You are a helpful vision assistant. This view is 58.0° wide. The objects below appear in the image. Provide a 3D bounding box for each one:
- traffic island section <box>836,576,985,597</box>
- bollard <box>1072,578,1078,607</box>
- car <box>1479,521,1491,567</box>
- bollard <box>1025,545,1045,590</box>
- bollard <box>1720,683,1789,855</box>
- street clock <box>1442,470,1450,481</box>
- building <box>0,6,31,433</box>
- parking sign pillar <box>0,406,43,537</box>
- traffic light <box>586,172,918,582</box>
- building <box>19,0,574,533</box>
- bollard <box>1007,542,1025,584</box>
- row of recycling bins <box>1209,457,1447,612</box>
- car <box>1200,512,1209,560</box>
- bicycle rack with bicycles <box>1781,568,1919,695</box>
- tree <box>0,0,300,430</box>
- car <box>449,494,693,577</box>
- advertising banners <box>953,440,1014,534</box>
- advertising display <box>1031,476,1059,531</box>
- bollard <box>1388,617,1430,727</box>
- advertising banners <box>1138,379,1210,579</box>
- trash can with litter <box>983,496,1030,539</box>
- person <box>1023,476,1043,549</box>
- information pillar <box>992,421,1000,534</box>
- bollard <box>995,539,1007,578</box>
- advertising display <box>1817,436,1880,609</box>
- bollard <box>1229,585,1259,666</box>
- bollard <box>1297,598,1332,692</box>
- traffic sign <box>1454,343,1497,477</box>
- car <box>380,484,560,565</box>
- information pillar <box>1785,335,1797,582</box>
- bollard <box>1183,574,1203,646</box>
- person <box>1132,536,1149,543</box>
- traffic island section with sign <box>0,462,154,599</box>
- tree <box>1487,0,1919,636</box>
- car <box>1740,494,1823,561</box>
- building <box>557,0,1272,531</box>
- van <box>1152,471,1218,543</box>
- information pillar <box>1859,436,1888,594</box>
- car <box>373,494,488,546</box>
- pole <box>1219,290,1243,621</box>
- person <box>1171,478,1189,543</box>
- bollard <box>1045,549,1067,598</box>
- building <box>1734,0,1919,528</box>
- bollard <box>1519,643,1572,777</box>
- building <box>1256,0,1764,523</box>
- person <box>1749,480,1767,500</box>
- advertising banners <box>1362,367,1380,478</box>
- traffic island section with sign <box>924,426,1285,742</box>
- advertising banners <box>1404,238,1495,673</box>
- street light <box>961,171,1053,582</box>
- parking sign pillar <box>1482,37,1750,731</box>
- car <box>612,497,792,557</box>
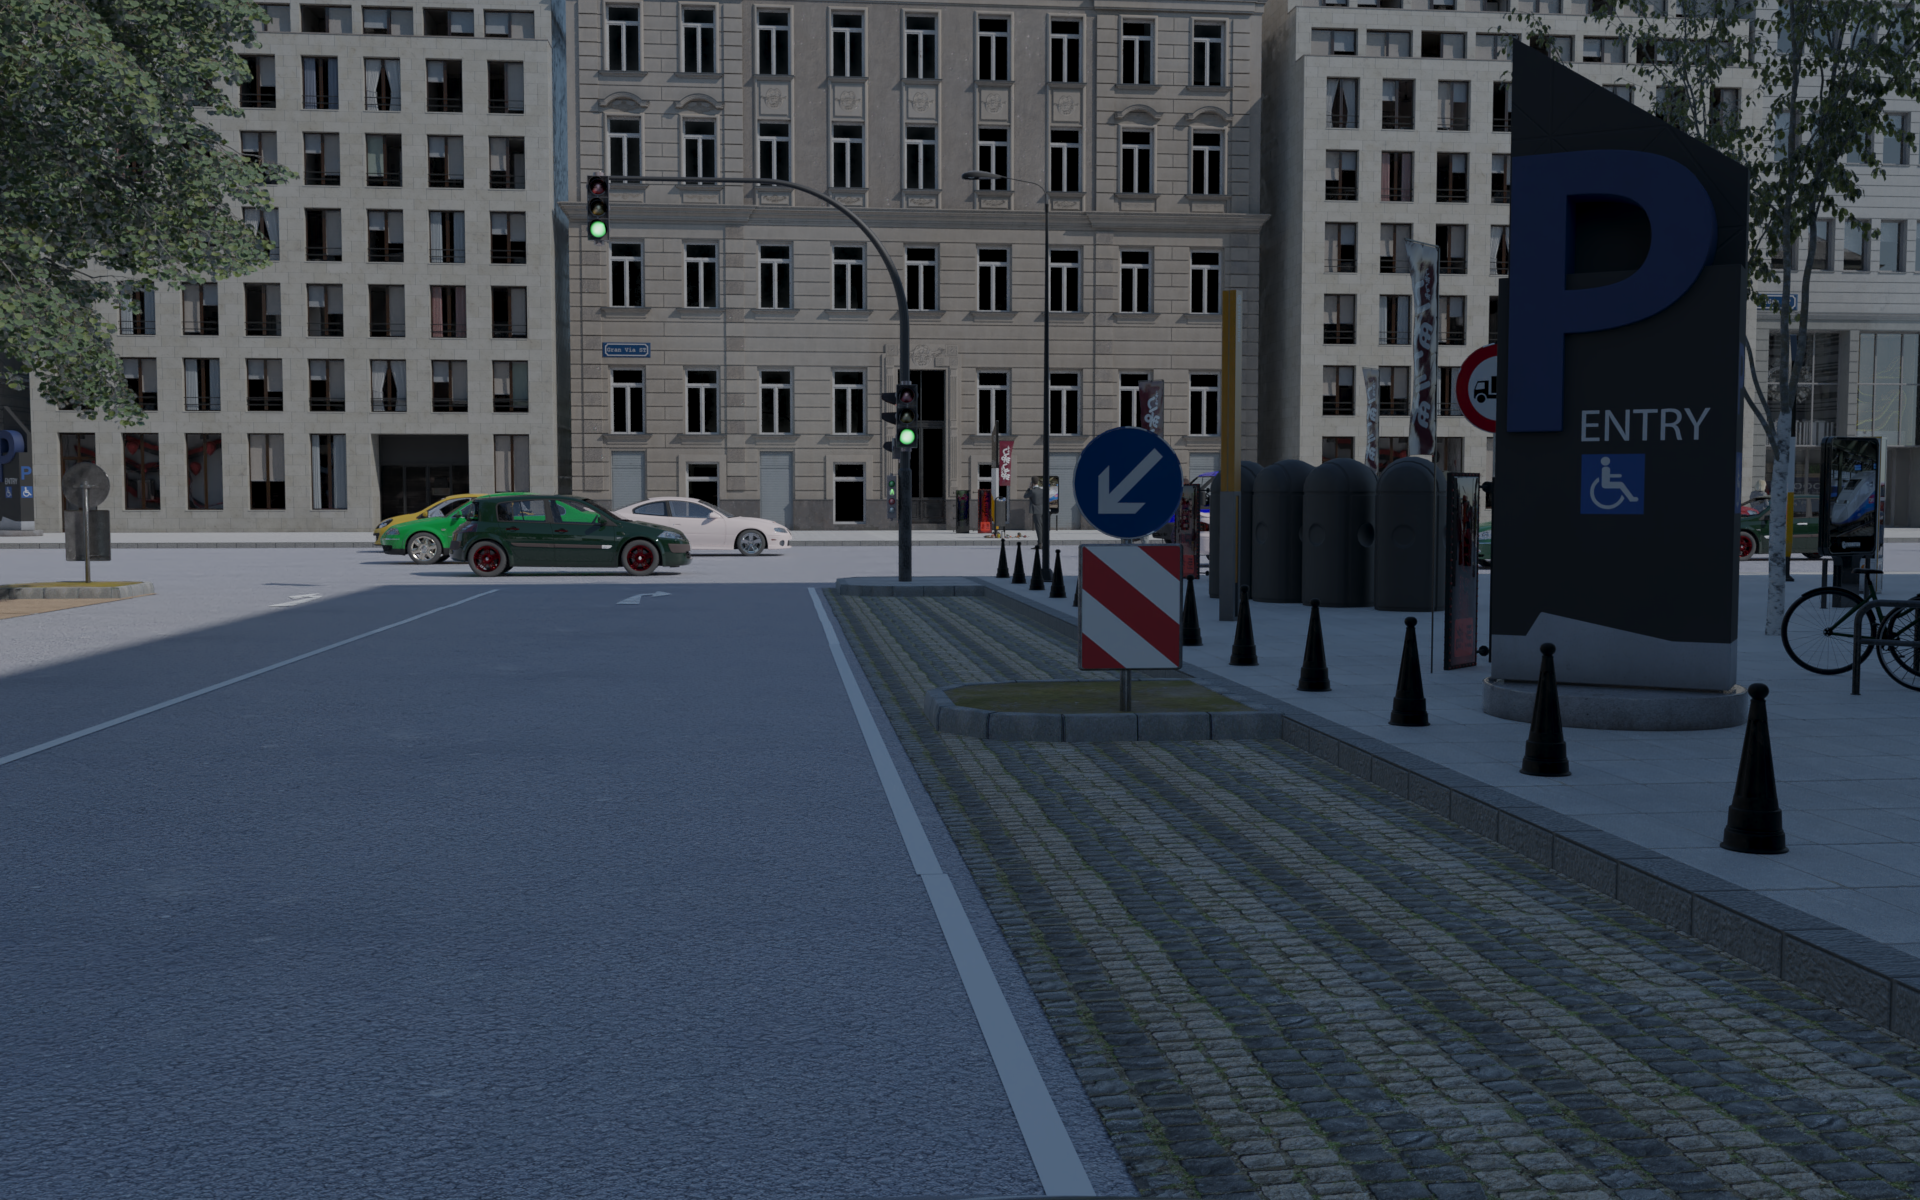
[{"bbox_3d":[-0.793,-0.194,25.453,2.009,0.180,2.903,0,4,-6],"label":"traffic island section"},{"bbox_3d":[1.394,-0.227,19.750,0.229,0.601,0.229,0,3,0],"label":"bollard"},{"bbox_3d":[11.982,-1.330,33.545,4.920,1.459,2.131,0,4,-6],"label":"car"},{"bbox_3d":[1.030,-0.434,23.130,0.229,0.601,0.229,0,3,0],"label":"bollard"},{"bbox_3d":[2.874,0.599,6.251,0.229,0.601,0.229,0,3,0],"label":"bollard"},{"bbox_3d":[14.834,-2.968,53.097,0.471,2.002,0.358,-2,4,-26],"label":"street clock"},{"bbox_3d":[-42.628,-13.766,61.231,21.152,22.565,11.583,0,4,-6],"label":"building"},{"bbox_3d":[-28.696,-3.920,52.562,1.447,3.967,1.447,2,4,33],"label":"parking sign pillar"},{"bbox_3d":[-2.904,-3.076,24.968,4.771,5.953,1.251,0,4,-6],"label":"traffic light"},{"bbox_3d":[-22.679,-12.705,62.474,16.860,20.320,10.420,0,4,-6],"label":"building"},{"bbox_3d":[0.845,-0.537,24.816,0.229,0.601,0.229,0,3,0],"label":"bollard"},{"bbox_3d":[4.218,-0.805,20.269,1.069,1.692,3.534,-2,4,-33],"label":"row of recycling bins"},{"bbox_3d":[6.726,-1.359,34.574,4.827,1.381,2.083,0,4,-8],"label":"car"},{"bbox_3d":[6.927,0.124,11.356,2.925,0.926,2.852,3,5,41],"label":"bicycle rack with bicycles"},{"bbox_3d":[-12.142,-6.757,19.585,9.857,13.997,8.962,0,3,0],"label":"tree"},{"bbox_3d":[-6.882,-1.282,30.745,4.222,1.686,2.009,0,4,-8],"label":"car"},{"bbox_3d":[0.782,-3.679,56.336,2.074,3.025,0.090,-1,4,-16],"label":"advertising banners"},{"bbox_3d":[2.976,-3.382,60.511,0.974,1.923,0.123,-1,4,-11],"label":"advertising display"},{"bbox_3d":[2.503,0.392,9.632,0.229,0.601,0.229,0,3,0],"label":"bollard"},{"bbox_3d":[3.449,-1.828,26.078,0.090,3.025,2.074,-3,5,-42],"label":"advertising banners"},{"bbox_3d":[1.465,-2.430,50.783,1.678,1.210,2.233,2,4,33],"label":"trash can with litter"},{"bbox_3d":[1.954,-2.265,44.892,0.474,1.900,0.648,2,4,33],"label":"person"},{"bbox_3d":[1.131,-3.933,55.662,0.183,3.616,0.504,-1,4,-17],"label":"information pillar"},{"bbox_3d":[0.657,-0.640,26.509,0.229,0.601,0.229,0,3,0],"label":"bollard"},{"bbox_3d":[10.043,-0.879,19.587,0.974,1.923,0.123,-2,4,-32],"label":"advertising display"},{"bbox_3d":[2.135,0.186,13.005,0.229,0.601,0.229,0,3,0],"label":"bollard"},{"bbox_3d":[2.319,0.289,11.319,0.229,0.601,0.229,0,3,0],"label":"bollard"},{"bbox_3d":[4.543,-0.890,14.650,0.768,2.556,0.104,0,4,1],"label":"traffic sign"},{"bbox_3d":[-9.575,-1.663,35.989,4.718,1.807,1.959,0,4,-8],"label":"car"},{"bbox_3d":[12.157,-2.079,25.351,0.183,3.616,0.504,1,4,22],"label":"information pillar"},{"bbox_3d":[1.953,0.083,14.692,0.229,0.601,0.229,0,3,0],"label":"bollard"},{"bbox_3d":[4.113,-1.843,38.741,0.694,1.812,0.767,3,5,43],"label":"person"},{"bbox_3d":[-12.547,-0.996,24.415,2.006,1.907,1.989,0,4,-6],"label":"traffic island section with sign"},{"bbox_3d":[7.311,-3.997,15.711,4.360,8.622,3.978,0,3,0],"label":"tree"},{"bbox_3d":[17.771,-1.711,37.769,4.222,1.686,2.009,0,4,-6],"label":"car"},{"bbox_3d":[-1.942,-16.415,65.641,25.104,27.353,12.463,0,4,-6],"label":"building"},{"bbox_3d":[7.526,-2.460,44.611,5.245,2.365,2.240,0,4,-8],"label":"van"},{"bbox_3d":[11.681,-1.086,22.250,0.304,2.012,0.304,3,5,40],"label":"information pillar"},{"bbox_3d":[-12.467,-2.003,42.967,3.980,1.641,2.015,0,4,-7],"label":"car"},{"bbox_3d":[2.729,-1.443,17.444,0.158,3.312,0.155,0,3,0],"label":"pole"},{"bbox_3d":[4.617,-1.687,36.523,0.683,1.767,0.568,-3,5,-41],"label":"person"},{"bbox_3d":[1.212,-0.330,21.437,0.229,0.601,0.229,0,3,0],"label":"bollard"},{"bbox_3d":[42.769,-17.868,69.638,29.804,29.767,11.434,0,4,-6],"label":"building"},{"bbox_3d":[2.689,0.496,7.939,0.229,0.601,0.229,0,3,0],"label":"bollard"},{"bbox_3d":[19.697,-12.937,66.277,16.860,20.320,10.420,0,4,-6],"label":"building"},{"bbox_3d":[20.618,-2.199,44.640,0.526,1.800,0.537,-1,4,-21],"label":"person"},{"bbox_3d":[6.193,-1.744,24.695,0.090,3.025,2.074,3,5,40],"label":"advertising banners"},{"bbox_3d":[0.800,-0.139,10.897,1.989,1.847,2.006,0,4,-6],"label":"traffic island section with sign"},{"bbox_3d":[3.711,-1.010,12.701,0.090,3.025,2.074,3,5,41],"label":"advertising banners"},{"bbox_3d":[0.717,-3.215,25.111,1.470,5.913,1.316,0,4,-6],"label":"street light"},{"bbox_3d":[3.791,-1.314,9.958,1.447,3.967,1.447,2,4,29],"label":"parking sign pillar"},{"bbox_3d":[-6.341,-1.712,40.345,4.827,1.381,2.083,0,4,-7],"label":"car"}]
